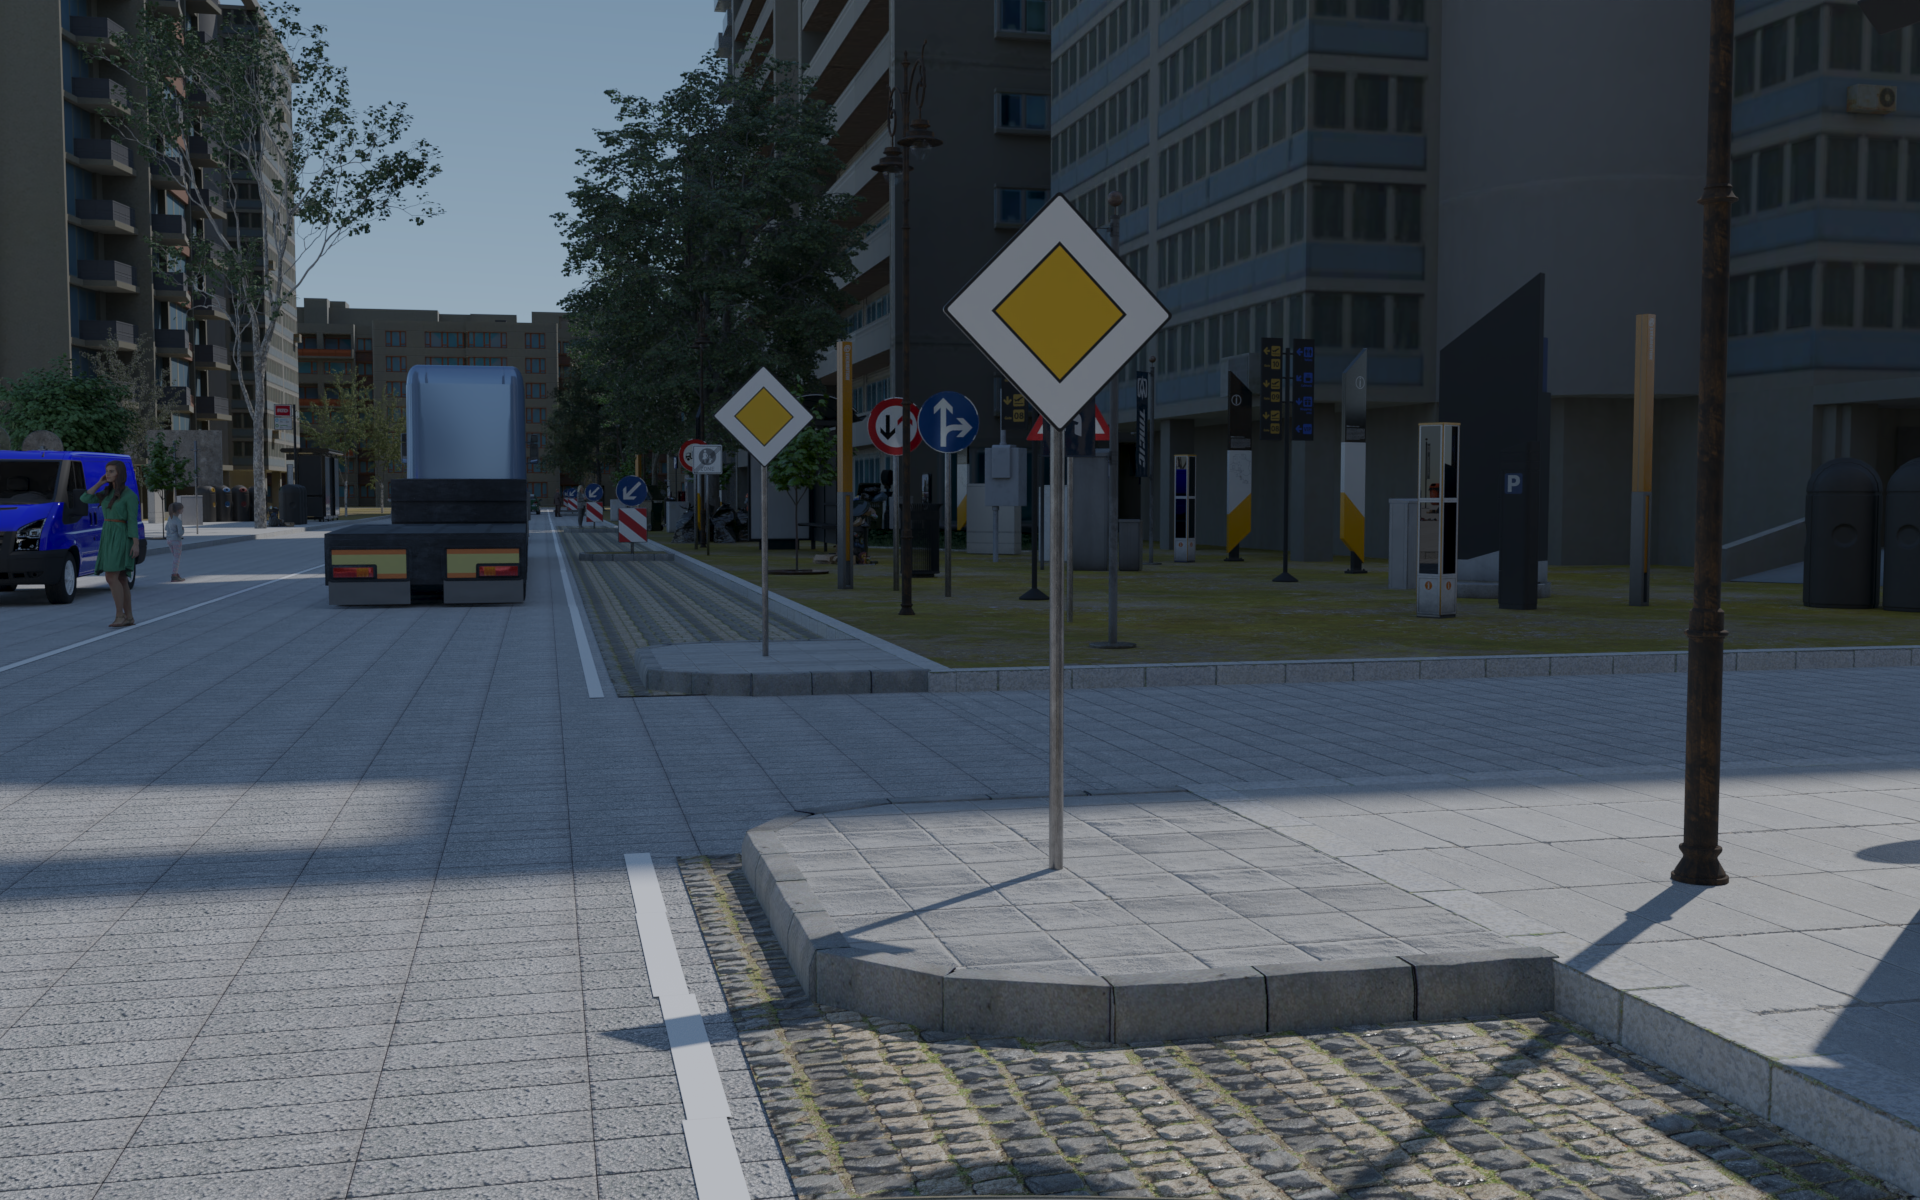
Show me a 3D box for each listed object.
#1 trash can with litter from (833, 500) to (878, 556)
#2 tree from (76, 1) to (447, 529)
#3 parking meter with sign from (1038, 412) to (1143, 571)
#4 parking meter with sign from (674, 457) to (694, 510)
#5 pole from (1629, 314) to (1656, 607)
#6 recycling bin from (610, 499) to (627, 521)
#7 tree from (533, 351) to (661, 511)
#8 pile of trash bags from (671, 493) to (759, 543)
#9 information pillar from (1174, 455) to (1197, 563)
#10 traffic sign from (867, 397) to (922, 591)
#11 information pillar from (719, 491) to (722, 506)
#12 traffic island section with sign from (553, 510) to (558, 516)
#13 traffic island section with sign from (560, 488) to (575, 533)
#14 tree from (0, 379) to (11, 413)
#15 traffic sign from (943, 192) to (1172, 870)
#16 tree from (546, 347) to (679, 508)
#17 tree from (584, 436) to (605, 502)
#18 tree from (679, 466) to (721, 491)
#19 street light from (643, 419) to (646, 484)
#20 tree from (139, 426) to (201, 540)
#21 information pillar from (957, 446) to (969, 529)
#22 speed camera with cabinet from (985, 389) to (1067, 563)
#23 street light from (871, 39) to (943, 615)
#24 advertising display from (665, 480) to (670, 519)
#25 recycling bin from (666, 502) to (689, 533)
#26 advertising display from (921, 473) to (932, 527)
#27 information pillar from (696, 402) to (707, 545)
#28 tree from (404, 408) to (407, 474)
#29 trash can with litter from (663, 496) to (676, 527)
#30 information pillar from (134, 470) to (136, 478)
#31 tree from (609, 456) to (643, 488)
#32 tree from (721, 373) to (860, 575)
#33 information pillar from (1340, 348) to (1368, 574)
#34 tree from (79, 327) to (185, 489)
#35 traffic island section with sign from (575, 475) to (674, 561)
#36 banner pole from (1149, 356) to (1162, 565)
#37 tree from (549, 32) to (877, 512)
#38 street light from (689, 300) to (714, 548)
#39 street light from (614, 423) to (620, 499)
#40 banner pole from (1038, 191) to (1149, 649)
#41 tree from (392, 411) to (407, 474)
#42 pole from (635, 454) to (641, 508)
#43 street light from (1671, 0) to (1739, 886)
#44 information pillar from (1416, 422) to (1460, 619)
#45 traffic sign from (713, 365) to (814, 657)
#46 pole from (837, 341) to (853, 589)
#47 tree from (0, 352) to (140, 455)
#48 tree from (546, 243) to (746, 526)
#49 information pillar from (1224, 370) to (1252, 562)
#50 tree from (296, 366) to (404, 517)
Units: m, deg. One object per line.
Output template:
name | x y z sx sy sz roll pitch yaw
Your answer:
trash can with litter | -2.077 -1.376 33.887 0.624 1.170 1.055 1 4 20
tree | -25.124 -12.787 64.957 12.611 20.169 13.585 0 3 0
parking meter with sign | 2.185 -2.001 28.978 1.738 3.016 0.543 1 4 15
parking meter with sign | -12.560 -5.223 81.660 1.738 3.016 0.543 -1 4 -22
pole | 7.782 -1.584 19.749 0.158 3.312 0.155 0 3 0
recycling bin | -16.080 -4.223 81.599 0.722 1.027 0.722 0 4 -7
tree | -27.610 -13.137 131.793 9.611 12.733 9.660 0 3 0
pile of trash bags | -6.228 -2.259 46.681 1.912 1.369 3.447 1 4 22
information pillar | 4.215 -1.710 32.444 0.304 2.012 0.304 3 4 38
traffic sign | -0.844 -1.394 22.896 0.768 2.556 0.104 0 4 -8
information pillar | -12.260 -5.881 87.506 0.504 3.616 0.183 2 4 27
traffic island section with sign | -25.321 -6.363 112.659 1.989 1.847 2.006 -1 4 -13
traffic island section with sign | -13.773 -3.423 64.599 1.989 1.847 2.006 -1 4 -13
tree | -44.677 -7.740 76.909 4.360 8.622 3.978 0 3 0
traffic sign | 0.326 -0.136 5.868 0.795 2.450 0.064 -1 4 -13
tree | -19.726 -10.233 101.723 7.601 10.594 8.767 2 4 29
tree | -31.939 -12.229 150.301 4.360 8.622 3.978 0 3 0
tree | -7.978 -3.766 56.176 1.663 3.219 1.824 0 3 0
street light | -11.680 -5.582 64.058 0.468 5.910 1.993 -1 4 -13
tree | -22.558 -3.315 48.805 1.663 3.219 1.824 0 3 0
information pillar | 0.083 -3.478 48.223 0.183 3.616 0.504 -2 4 -35
speed camera with cabinet | 1.521 -2.337 32.548 2.038 3.252 0.660 1 4 19
street light | -0.566 -2.779 18.225 0.468 5.910 1.993 -1 4 -13
advertising display | -13.399 -4.536 79.381 0.123 1.923 0.974 0 4 -1
recycling bin | -9.383 -2.759 57.671 0.722 1.027 0.722 -1 4 -14
advertising display | -1.018 -2.925 53.044 0.123 1.923 0.974 -1 4 -14
information pillar | -6.567 -3.211 43.859 0.183 3.616 0.504 1 4 9
tree | -38.903 -10.178 116.780 4.737 8.622 4.395 0 3 0
trash can with litter | -11.688 -3.459 67.616 1.678 1.210 2.233 3 5 45
information pillar | -24.841 -2.895 51.826 0.304 2.012 0.304 -1 4 -10
tree | -15.176 -5.157 78.924 1.663 3.219 1.824 0 3 0
tree | -2.628 -2.022 27.665 1.663 3.219 1.824 0 3 0
information pillar | 6.329 -2.231 27.826 0.504 3.616 0.183 -2 4 -33
tree | -37.196 -7.783 77.607 4.360 8.622 3.978 0 3 0
traffic island section with sign | -7.269 -1.774 37.637 1.989 1.847 2.006 -1 4 -13
banner pole | 3.357 -2.523 31.261 0.401 3.779 0.863 2 4 33
tree | -7.199 -8.722 49.262 9.857 13.997 8.962 0 3 0
street light | -6.147 -4.190 41.289 0.468 5.910 1.993 -1 4 -13
street light | -17.146 -6.972 86.780 0.468 5.910 1.993 -1 4 -13
banner pole | 1.059 -1.488 14.351 0.863 3.779 0.401 -1 4 -16
tree | -46.382 -12.052 147.406 4.360 8.622 3.978 0 3 0
pole | -11.612 -4.203 62.566 0.158 3.312 0.155 0 3 0
street light | 2.459 -2.006 5.578 0.468 5.910 1.993 -1 4 -13
information pillar | 4.952 -0.823 17.951 0.304 2.012 0.304 -3 5 -40
traffic sign | -1.541 -0.611 13.633 0.795 2.450 0.064 -1 4 -13
pole | -1.546 -1.800 23.280 0.158 3.312 0.155 0 3 0
tree | -20.737 -3.443 40.001 4.285 4.588 4.351 0 3 0
tree | -12.286 -8.841 70.305 9.928 11.665 9.643 0 3 0
information pillar | 5.297 -2.542 32.917 0.504 3.616 0.183 -1 4 -18
tree | -35.351 -9.084 98.890 4.737 8.622 4.395 0 3 0
